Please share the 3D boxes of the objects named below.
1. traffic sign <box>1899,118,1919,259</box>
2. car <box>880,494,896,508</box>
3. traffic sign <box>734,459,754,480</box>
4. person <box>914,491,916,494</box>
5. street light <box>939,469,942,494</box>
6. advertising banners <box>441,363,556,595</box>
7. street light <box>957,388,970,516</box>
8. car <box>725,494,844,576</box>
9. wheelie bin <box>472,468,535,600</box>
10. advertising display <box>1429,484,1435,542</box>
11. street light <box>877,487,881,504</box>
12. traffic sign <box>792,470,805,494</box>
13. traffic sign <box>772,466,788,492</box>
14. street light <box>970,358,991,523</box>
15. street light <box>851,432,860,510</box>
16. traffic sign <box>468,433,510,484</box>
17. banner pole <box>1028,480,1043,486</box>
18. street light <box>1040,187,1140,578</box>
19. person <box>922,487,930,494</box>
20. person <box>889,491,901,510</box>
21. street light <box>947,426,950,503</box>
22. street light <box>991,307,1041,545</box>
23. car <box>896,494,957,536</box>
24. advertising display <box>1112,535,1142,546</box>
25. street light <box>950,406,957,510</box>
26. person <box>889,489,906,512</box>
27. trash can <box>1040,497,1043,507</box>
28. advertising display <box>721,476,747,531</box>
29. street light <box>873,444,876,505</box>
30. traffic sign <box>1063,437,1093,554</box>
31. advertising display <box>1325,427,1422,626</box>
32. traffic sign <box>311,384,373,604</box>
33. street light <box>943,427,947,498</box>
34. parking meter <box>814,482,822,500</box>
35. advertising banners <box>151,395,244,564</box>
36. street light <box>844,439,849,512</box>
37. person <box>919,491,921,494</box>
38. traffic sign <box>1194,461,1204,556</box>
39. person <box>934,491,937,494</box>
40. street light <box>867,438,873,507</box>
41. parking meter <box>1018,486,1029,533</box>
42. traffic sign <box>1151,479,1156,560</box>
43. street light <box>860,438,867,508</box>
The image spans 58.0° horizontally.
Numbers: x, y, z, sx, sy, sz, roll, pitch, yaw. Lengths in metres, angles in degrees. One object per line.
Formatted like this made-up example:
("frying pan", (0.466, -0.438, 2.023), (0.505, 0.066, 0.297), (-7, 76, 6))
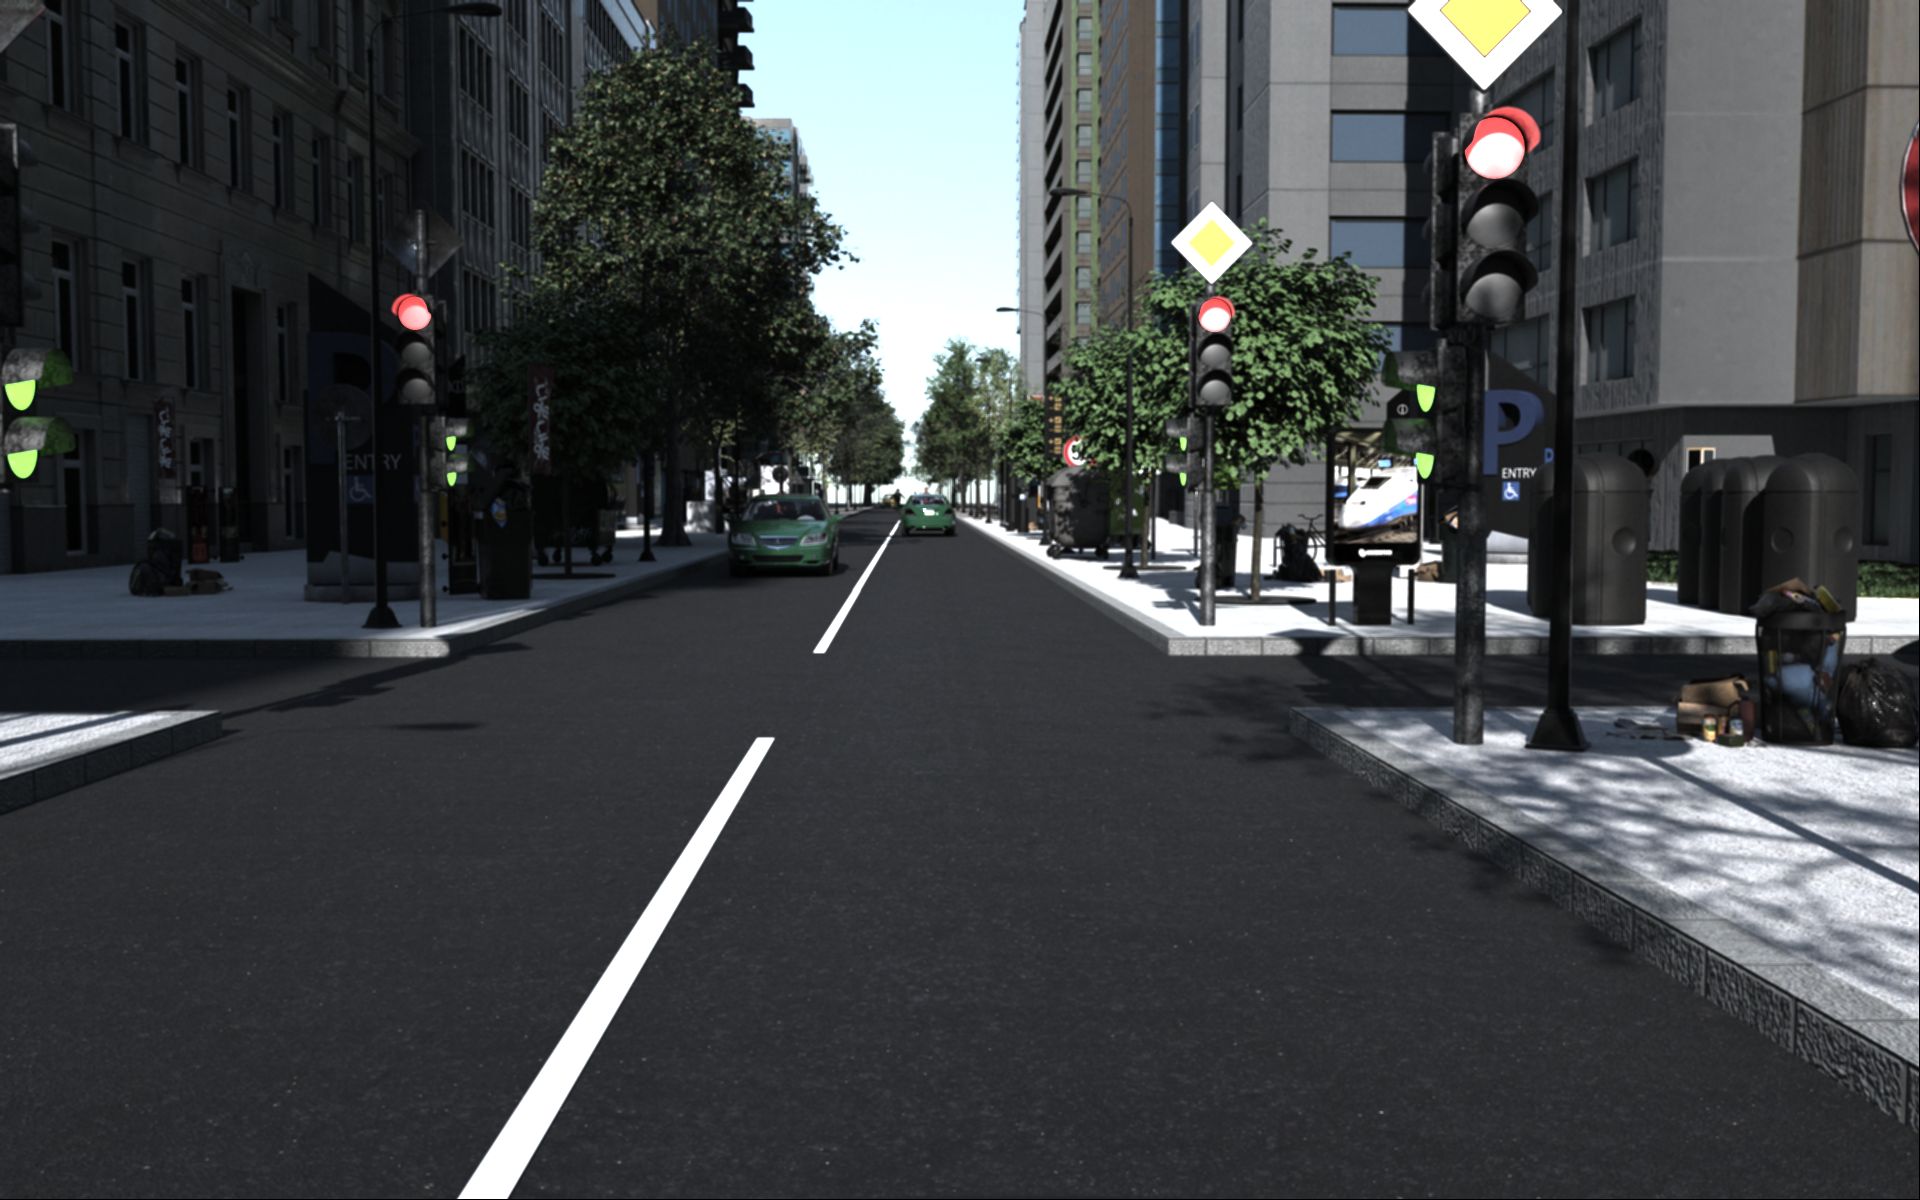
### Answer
("traffic sign", (3.079, -0.302, 5.038), (0.768, 2.556, 0.104), (0, 4, 3))
("car", (-7.161, -10.260, 177.974), (2.015, 1.641, 3.980), (0, 4, -1))
("traffic sign", (-7.948, -3.894, 63.768), (0.768, 2.556, 0.104), (0, 4, 4))
("person", (-6.005, -13.580, 230.557), (0.705, 1.821, 1.348), (1, 4, 10))
("street light", (-0.709, -9.952, 135.261), (1.470, 5.913, 1.316), (0, 4, -1))
("advertising banners", (-6.010, -1.625, 22.751), (0.090, 3.025, 2.074), (2, 4, 30))
("street light", (0.709, -6.305, 75.632), (1.470, 5.913, 1.316), (0, 4, -1))
("car", (-3.182, -1.219, 31.731), (2.131, 1.459, 4.920), (0, 4, -2))
("wheelie bin", (-5.583, -0.816, 21.252), (0.693, 1.594, 0.980), (-2, 4, -26))
("advertising display", (12.819, -2.558, 47.038), (0.123, 1.923, 0.974), (1, 4, 17))
("street light", (-8.979, -12.480, 176.595), (1.470, 5.913, 1.316), (0, 4, -1))
("traffic sign", (-8.697, -5.634, 92.124), (0.884, 2.594, 0.081), (0, 4, 5))
("traffic sign", (-8.159, -4.797, 78.545), (0.768, 2.556, 0.104), (1, 4, 8))
("street light", (1.186, -5.312, 59.395), (1.470, 5.913, 1.316), (0, 4, -1))
("street light", (-7.313, -8.422, 110.234), (1.470, 5.913, 1.316), (0, 4, -1))
("traffic sign", (-8.342, -1.808, 30.750), (0.795, 2.450, 0.064), (0, 4, 6))
("banner pole", (2.867, -4.452, 62.802), (0.863, 3.779, 0.401), (-1, 4, -13))
("street light", (2.051, -3.295, 26.407), (1.470, 5.913, 1.316), (0, 4, -1))
("person", (-1.886, -5.409, 96.878), (1.348, 1.831, 0.705), (0, 4, -4))
("person", (-5.906, -9.093, 157.695), (1.217, 1.766, 0.721), (-1, 4, -23))
("street light", (0.104, -7.966, 102.784), (1.470, 5.913, 1.316), (0, 4, -1))
("street light", (1.590, -4.319, 43.156), (1.470, 5.913, 1.316), (0, 4, -1))
("car", (-1.131, -2.946, 59.969), (2.131, 1.459, 4.920), (0, 4, -3))
("advertising display", (4.160, -2.307, 42.939), (0.974, 1.923, 0.123), (-2, 4, -26))
("street light", (0.347, -7.299, 91.872), (1.470, 5.913, 1.316), (0, 4, -1))
("person", (-4.876, -7.829, 136.139), (1.348, 1.869, 0.705), (0, 4, 5))
("trash can", (3.598, -4.107, 78.803), (0.748, 1.137, 0.748), (0, 3, 0))
("advertising display", (-7.940, -3.405, 60.892), (0.974, 1.923, 0.123), (-2, 4, -32))
("street light", (-8.630, -11.434, 159.493), (1.470, 5.913, 1.316), (0, 4, -1))
("traffic sign", (2.583, -2.256, 36.990), (0.768, 2.556, 0.104), (0, 4, 4))
("advertising display", (4.036, -0.715, 16.911), (0.974, 1.923, 0.123), (-1, 4, -15))
("traffic sign", (-7.170, -1.225, 20.135), (0.768, 2.556, 0.104), (0, 4, 3))
("street light", (-0.287, -8.959, 119.023), (1.470, 5.913, 1.316), (0, 4, -1))
("parking meter", (-6.753, -4.687, 82.344), (0.399, 1.863, 0.255), (0, 4, 1))
("advertising banners", (-13.972, -2.176, 31.763), (0.090, 3.025, 2.074), (1, 4, 21))
("street light", (-6.853, -7.391, 93.389), (1.470, 5.913, 1.316), (0, 4, -1))
("person", (-4.588, -11.707, 200.638), (1.217, 1.736, 0.721), (0, 4, -6))
("traffic sign", (4.853, -2.167, 35.544), (0.768, 2.556, 0.104), (0, 4, 2))
("person", (-2.049, -8.213, 143.718), (0.436, 1.711, 0.756), (3, 4, 39))
("street light", (-8.142, -10.433, 143.121), (1.470, 5.913, 1.316), (0, 4, -1))
("parking meter", (2.083, -2.980, 57.126), (0.372, 1.533, 0.369), (0, 3, 0))
("traffic sign", (3.787, -2.064, 33.858), (0.768, 2.556, 0.104), (0, 4, 6))
("street light", (-7.765, -9.440, 126.882), (1.470, 5.913, 1.316), (0, 4, -1))
